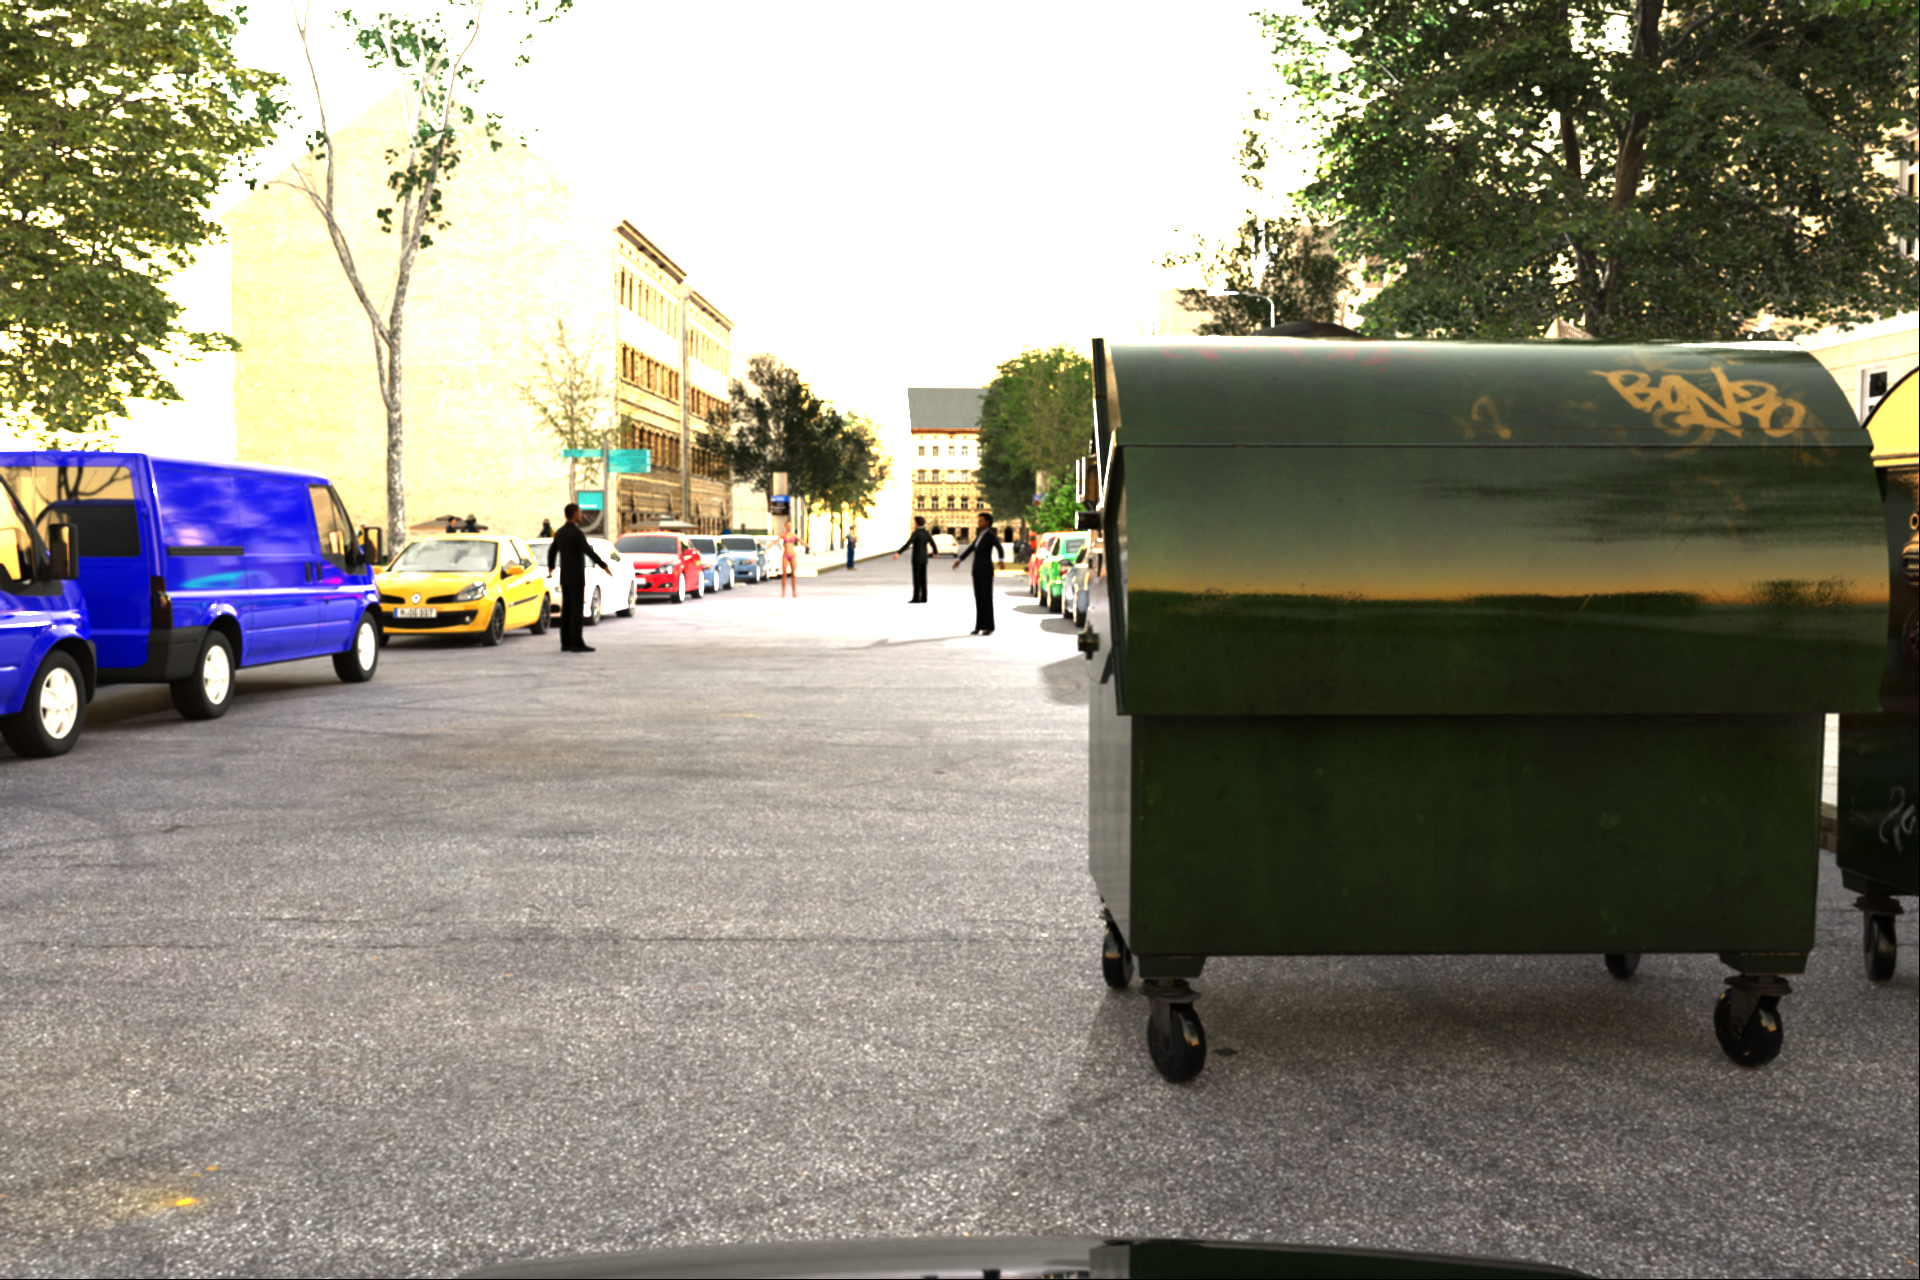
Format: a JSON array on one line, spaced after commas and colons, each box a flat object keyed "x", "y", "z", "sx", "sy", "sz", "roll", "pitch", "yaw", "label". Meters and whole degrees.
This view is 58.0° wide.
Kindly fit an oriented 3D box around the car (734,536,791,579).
[{"x": -6.486, "y": -2.711, "z": 56.692, "sx": 2.083, "sy": 1.381, "sz": 4.827, "roll": 0, "pitch": 3, "yaw": 0, "label": "car"}]

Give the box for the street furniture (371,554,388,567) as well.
[{"x": -20.975, "y": -3.350, "z": 70.403, "sx": 5.734, "sy": 0.657, "sz": 10.072, "roll": 0, "pitch": 4, "yaw": -2, "label": "street furniture"}]

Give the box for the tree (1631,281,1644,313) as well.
[{"x": 27.250, "y": -9.021, "z": 65.621, "sx": 7.486, "sy": 12.596, "sz": 7.792, "roll": 0, "pitch": 3, "yaw": 0, "label": "tree"}]

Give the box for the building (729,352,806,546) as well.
[{"x": -26.212, "y": -19.413, "z": 183.862, "sx": 16.747, "sy": 18.905, "sz": 31.486, "roll": 0, "pitch": 3, "yaw": 0, "label": "building"}]

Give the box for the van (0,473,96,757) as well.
[{"x": -6.723, "y": -0.306, "z": 9.392, "sx": 2.240, "sy": 2.365, "sz": 5.245, "roll": 0, "pitch": 4, "yaw": 0, "label": "van"}]

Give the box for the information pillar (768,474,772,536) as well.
[{"x": -7.457, "y": -4.682, "z": 67.907, "sx": 0.183, "sy": 3.616, "sz": 0.504, "roll": 0, "pitch": 3, "yaw": 0, "label": "information pillar"}]

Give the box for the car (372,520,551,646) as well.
[{"x": -6.748, "y": -0.804, "z": 23.365, "sx": 2.015, "sy": 1.641, "sz": 3.980, "roll": 0, "pitch": 4, "yaw": 0, "label": "car"}]

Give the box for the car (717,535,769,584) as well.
[{"x": -6.697, "y": -2.415, "z": 51.493, "sx": 2.014, "sy": 1.417, "sz": 4.499, "roll": 0, "pitch": 4, "yaw": 0, "label": "car"}]

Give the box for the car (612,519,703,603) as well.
[{"x": -6.630, "y": -1.717, "z": 37.116, "sx": 2.155, "sy": 1.783, "sz": 4.494, "roll": 0, "pitch": 4, "yaw": 0, "label": "car"}]

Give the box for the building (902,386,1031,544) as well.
[{"x": 0.940, "y": -25.893, "z": 256.743, "sx": 18.063, "sy": 23.208, "sz": 19.493, "roll": 0, "pitch": 4, "yaw": -5, "label": "building"}]

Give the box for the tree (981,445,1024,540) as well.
[{"x": 5.273, "y": -13.703, "z": 149.800, "sx": 9.928, "sy": 11.665, "sz": 9.643, "roll": 0, "pitch": 3, "yaw": 0, "label": "tree"}]

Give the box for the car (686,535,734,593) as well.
[{"x": -6.754, "y": -1.927, "z": 43.506, "sx": 2.014, "sy": 1.417, "sz": 4.499, "roll": 0, "pitch": 4, "yaw": 1, "label": "car"}]

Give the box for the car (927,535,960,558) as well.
[{"x": -1.037, "y": -5.711, "z": 105.741, "sx": 2.083, "sy": 1.381, "sz": 4.827, "roll": 0, "pitch": 4, "yaw": 0, "label": "car"}]

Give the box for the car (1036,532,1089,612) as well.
[{"x": 2.473, "y": -1.484, "z": 33.061, "sx": 1.959, "sy": 1.807, "sz": 4.718, "roll": 0, "pitch": 4, "yaw": -1, "label": "car"}]

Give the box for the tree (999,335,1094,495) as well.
[{"x": 3.403, "y": -6.944, "z": 63.890, "sx": 4.360, "sy": 8.622, "sz": 3.978, "roll": 0, "pitch": 3, "yaw": 0, "label": "tree"}]

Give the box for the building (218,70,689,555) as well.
[{"x": -25.538, "y": -15.952, "z": 91.747, "sx": 19.493, "sy": 23.208, "sz": 18.063, "roll": 0, "pitch": 4, "yaw": 1, "label": "building"}]

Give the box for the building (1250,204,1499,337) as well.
[{"x": 23.046, "y": -15.271, "z": 106.093, "sx": 16.016, "sy": 20.090, "sz": 11.380, "roll": 0, "pitch": 4, "yaw": 0, "label": "building"}]

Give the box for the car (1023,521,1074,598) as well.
[{"x": 2.558, "y": -1.921, "z": 40.454, "sx": 2.155, "sy": 1.783, "sz": 4.494, "roll": 0, "pitch": 4, "yaw": 0, "label": "car"}]

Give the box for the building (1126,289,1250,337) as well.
[{"x": 22.633, "y": -16.330, "z": 133.454, "sx": 16.747, "sy": 18.905, "sz": 31.486, "roll": 0, "pitch": 3, "yaw": 0, "label": "building"}]

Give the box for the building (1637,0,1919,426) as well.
[{"x": 25.389, "y": -15.455, "z": 38.594, "sx": 13.634, "sy": 28.700, "sz": 20.117, "roll": 0, "pitch": 4, "yaw": 0, "label": "building"}]

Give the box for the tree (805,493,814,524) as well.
[{"x": -24.204, "y": -20.413, "z": 251.875, "sx": 7.486, "sy": 12.596, "sz": 7.792, "roll": 0, "pitch": 3, "yaw": 0, "label": "tree"}]

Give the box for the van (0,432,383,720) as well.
[{"x": -6.673, "y": -0.652, "z": 15.038, "sx": 2.240, "sy": 2.365, "sz": 5.245, "roll": 0, "pitch": 4, "yaw": 0, "label": "van"}]

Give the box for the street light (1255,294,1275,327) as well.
[{"x": 6.452, "y": -3.685, "z": 32.784, "sx": 1.470, "sy": 5.913, "sz": 1.316, "roll": 0, "pitch": 3, "yaw": 0, "label": "street light"}]

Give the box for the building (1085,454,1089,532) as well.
[{"x": 23.502, "y": -20.209, "z": 196.866, "sx": 16.747, "sy": 18.905, "sz": 31.486, "roll": 0, "pitch": 4, "yaw": 0, "label": "building"}]

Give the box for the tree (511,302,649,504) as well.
[{"x": -12.689, "y": -6.459, "z": 55.962, "sx": 4.360, "sy": 8.622, "sz": 3.978, "roll": 0, "pitch": 3, "yaw": 0, "label": "tree"}]

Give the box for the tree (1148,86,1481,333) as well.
[{"x": 14.924, "y": -13.375, "z": 74.566, "sx": 12.611, "sy": 20.169, "sz": 13.585, "roll": 0, "pitch": 3, "yaw": 0, "label": "tree"}]

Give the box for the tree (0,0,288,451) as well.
[{"x": -12.795, "y": -6.373, "z": 22.320, "sx": 7.486, "sy": 12.596, "sz": 7.792, "roll": 0, "pitch": 3, "yaw": 0, "label": "tree"}]

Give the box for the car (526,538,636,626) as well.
[{"x": -6.594, "y": -0.994, "z": 28.620, "sx": 2.083, "sy": 1.381, "sz": 4.827, "roll": 0, "pitch": 4, "yaw": 1, "label": "car"}]

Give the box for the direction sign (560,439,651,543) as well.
[{"x": -9.944, "y": -3.698, "z": 49.231, "sx": 2.525, "sy": 3.948, "sz": 1.411, "roll": 0, "pitch": 4, "yaw": 0, "label": "direction sign"}]

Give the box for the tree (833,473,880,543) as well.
[{"x": -15.111, "y": -19.908, "z": 251.253, "sx": 9.928, "sy": 11.665, "sz": 9.643, "roll": 0, "pitch": 3, "yaw": 0, "label": "tree"}]

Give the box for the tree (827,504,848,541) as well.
[{"x": -17.796, "y": -18.829, "z": 258.210, "sx": 4.360, "sy": 8.622, "sz": 3.978, "roll": 0, "pitch": 3, "yaw": 0, "label": "tree"}]

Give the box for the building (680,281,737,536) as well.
[{"x": -25.889, "y": -17.429, "z": 115.901, "sx": 19.493, "sy": 23.208, "sz": 18.063, "roll": 0, "pitch": 4, "yaw": 1, "label": "building"}]

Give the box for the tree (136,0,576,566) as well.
[{"x": -13.688, "y": -11.153, "z": 38.246, "sx": 12.611, "sy": 20.169, "sz": 13.585, "roll": 0, "pitch": 3, "yaw": 0, "label": "tree"}]

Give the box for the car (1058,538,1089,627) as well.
[{"x": 2.619, "y": -0.975, "z": 27.942, "sx": 2.014, "sy": 1.417, "sz": 4.499, "roll": 0, "pitch": 4, "yaw": 0, "label": "car"}]

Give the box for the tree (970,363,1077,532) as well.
[{"x": 5.257, "y": -13.299, "z": 124.090, "sx": 9.857, "sy": 13.997, "sz": 8.962, "roll": 0, "pitch": 3, "yaw": 0, "label": "tree"}]

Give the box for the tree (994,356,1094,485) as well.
[{"x": 6.009, "y": -10.682, "z": 100.410, "sx": 9.928, "sy": 11.665, "sz": 9.643, "roll": 0, "pitch": 3, "yaw": 0, "label": "tree"}]
